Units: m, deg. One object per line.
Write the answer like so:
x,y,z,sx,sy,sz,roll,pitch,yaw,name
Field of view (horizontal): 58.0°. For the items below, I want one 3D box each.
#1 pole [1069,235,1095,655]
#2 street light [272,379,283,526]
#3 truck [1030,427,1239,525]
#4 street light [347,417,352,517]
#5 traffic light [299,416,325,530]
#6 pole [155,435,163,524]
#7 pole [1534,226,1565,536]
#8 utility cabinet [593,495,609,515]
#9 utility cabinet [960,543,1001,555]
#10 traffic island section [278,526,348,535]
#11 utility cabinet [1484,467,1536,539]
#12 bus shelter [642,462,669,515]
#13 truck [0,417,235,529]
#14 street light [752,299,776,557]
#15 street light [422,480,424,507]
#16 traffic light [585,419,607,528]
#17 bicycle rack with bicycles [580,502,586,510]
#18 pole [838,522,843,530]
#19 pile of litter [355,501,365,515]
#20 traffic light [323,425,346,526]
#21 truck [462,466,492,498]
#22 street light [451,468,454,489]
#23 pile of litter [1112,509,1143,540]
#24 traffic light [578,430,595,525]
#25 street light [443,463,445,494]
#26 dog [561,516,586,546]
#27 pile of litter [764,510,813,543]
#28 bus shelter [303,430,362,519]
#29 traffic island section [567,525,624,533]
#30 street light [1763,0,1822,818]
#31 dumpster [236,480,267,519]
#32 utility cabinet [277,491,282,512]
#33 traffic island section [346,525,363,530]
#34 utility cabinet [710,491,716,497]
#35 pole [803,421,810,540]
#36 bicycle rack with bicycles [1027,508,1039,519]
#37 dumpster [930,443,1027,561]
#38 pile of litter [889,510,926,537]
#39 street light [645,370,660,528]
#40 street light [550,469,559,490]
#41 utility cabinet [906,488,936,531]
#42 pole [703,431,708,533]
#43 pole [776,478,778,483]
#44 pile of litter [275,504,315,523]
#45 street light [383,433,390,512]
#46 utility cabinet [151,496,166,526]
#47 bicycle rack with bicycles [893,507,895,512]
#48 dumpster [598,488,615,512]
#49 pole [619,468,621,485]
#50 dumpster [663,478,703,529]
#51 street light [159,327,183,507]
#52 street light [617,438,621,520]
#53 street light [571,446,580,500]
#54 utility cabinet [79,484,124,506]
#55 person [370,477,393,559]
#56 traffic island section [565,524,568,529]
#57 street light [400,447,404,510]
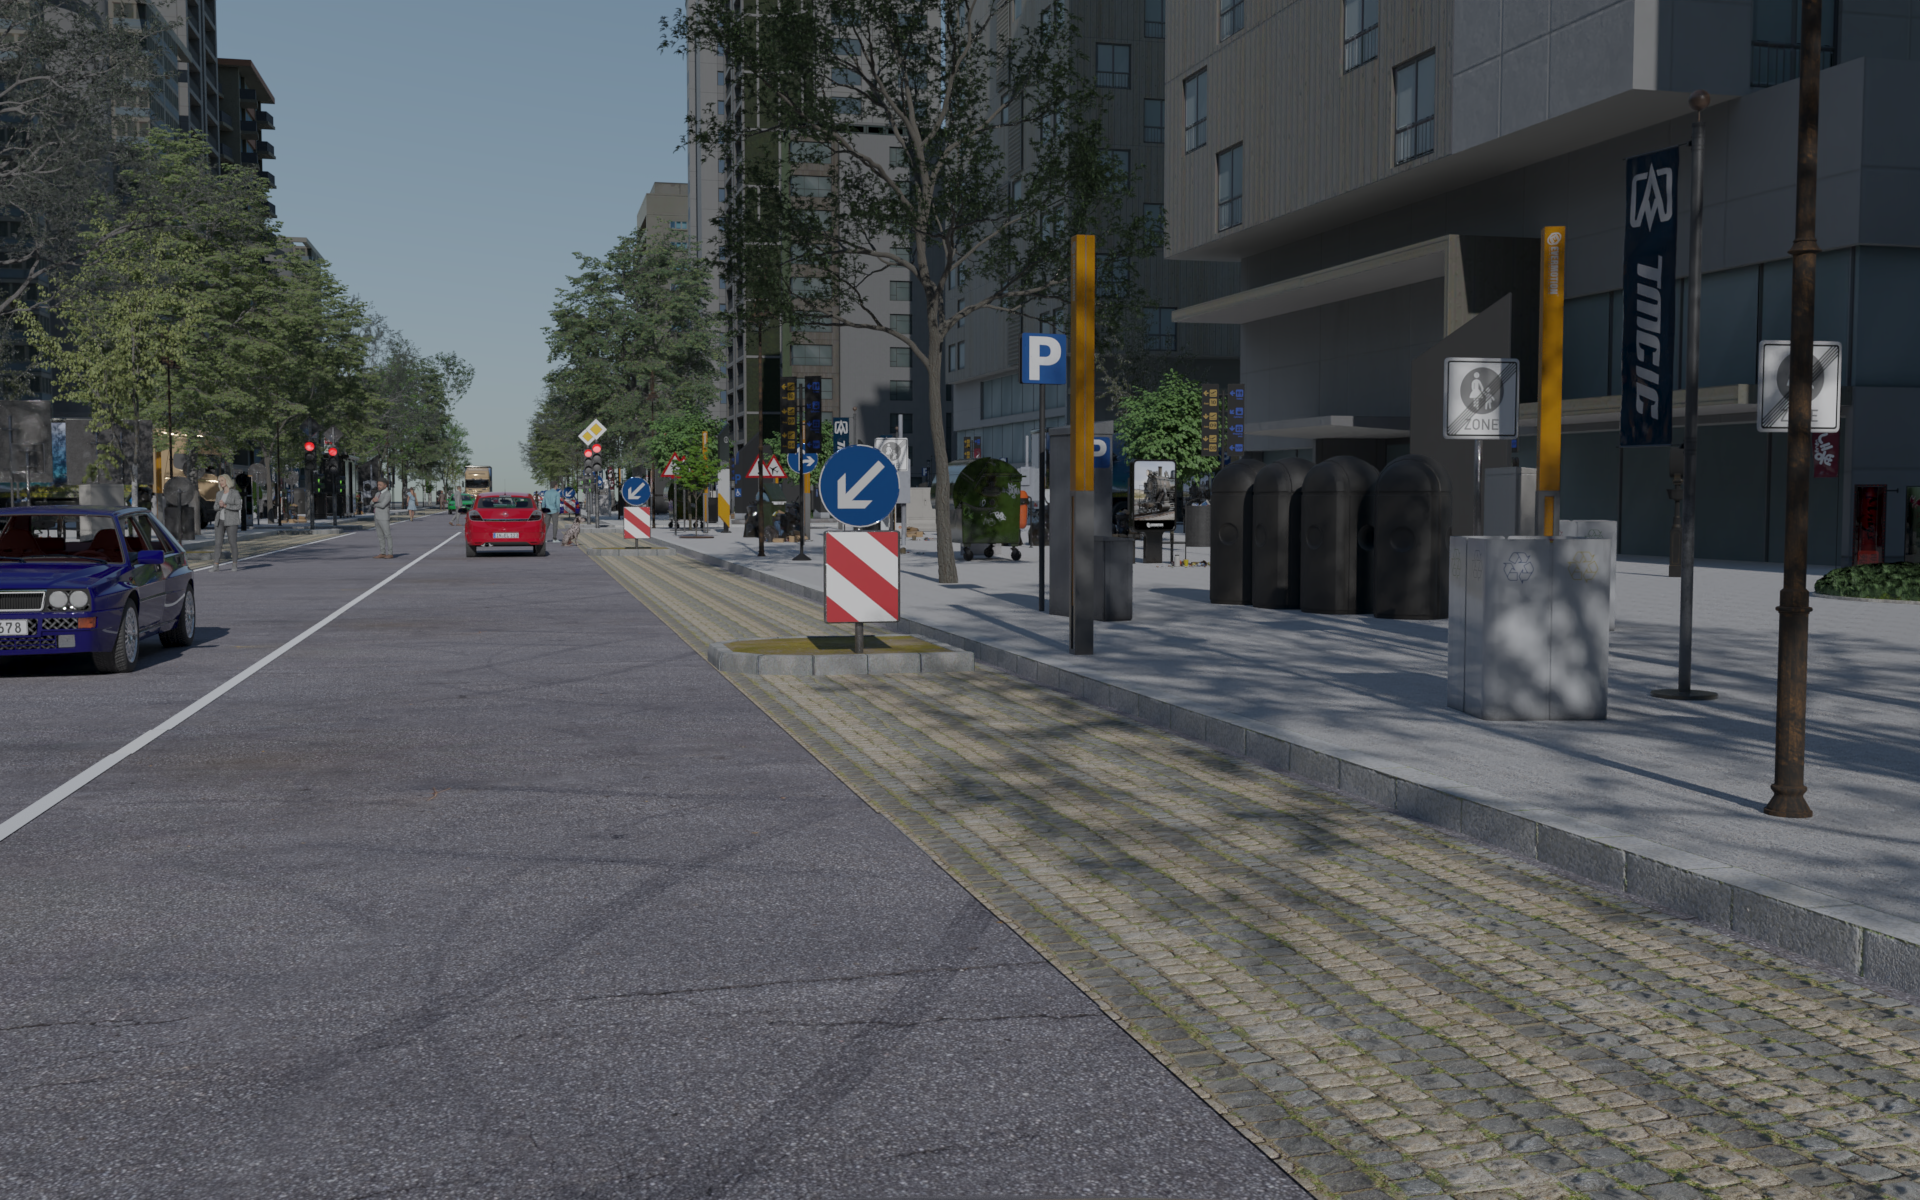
0.971,-1.219,13.779,0.158,3.312,0.155,0,3,0,pole
-27.413,-5.924,69.652,0.468,5.910,1.993,-1,4,-14,street light
8.786,-5.272,75.103,11.283,4.237,2.839,-1,4,-13,truck
-34.675,-7.682,98.387,0.468,5.910,1.993,-1,4,-14,street light
-23.286,-4.482,62.207,0.839,4.253,0.868,-1,4,-14,traffic light
-27.697,-4.039,59.881,0.158,3.312,0.155,0,3,0,pole
4.535,-1.193,13.342,0.158,3.312,0.155,0,3,0,pole
-21.798,-5.759,105.329,1.020,1.237,0.306,0,4,3,utility cabinet
0.448,-1.552,36.544,0.306,1.237,1.020,3,5,42,utility cabinet
-23.328,-2.450,62.332,2.009,0.180,2.903,-1,4,-14,traffic island section
4.692,-0.361,14.578,0.318,1.500,1.173,0,4,5,utility cabinet
-18.981,-8.098,110.041,2.179,5.291,8.768,-1,4,-14,bus shelter
-32.326,-4.611,64.299,11.283,4.237,2.839,-1,4,-15,truck
-4.084,-3.833,35.458,0.468,5.910,1.993,-1,4,-14,street light
-53.738,-12.261,173.246,0.468,5.910,1.993,-1,4,-14,street light
-13.588,-4.634,64.687,0.839,4.253,0.868,-1,4,-14,traffic light
-29.397,-7.724,139.674,2.925,0.926,2.852,-3,5,-40,bicycle rack with bicycles
-4.292,-4.175,62.097,0.158,3.312,0.155,0,3,0,pole
-37.994,-5.808,108.927,1.176,0.858,1.719,-2,4,-26,pile of litter
-25.259,-4.956,69.946,0.839,4.253,0.868,-1,4,-14,traffic light
-48.231,-11.290,173.498,2.839,4.237,11.283,-1,4,-14,truck
-74.189,-17.151,253.212,0.468,5.910,1.993,-1,4,-14,street light
4.645,-2.128,48.761,1.719,0.858,1.176,1,4,19,pile of litter
-15.561,-5.107,72.425,0.839,4.253,0.868,-1,4,-14,traffic light
-66.801,-15.392,224.439,0.468,5.910,1.993,-1,4,-14,street light
-10.782,-1.892,47.772,0.800,0.831,0.513,2,4,32,dog
-4.609,-1.984,46.410,1.719,0.858,1.176,-3,5,-40,pile of litter
-33.514,-7.009,92.222,2.179,5.291,8.768,-1,4,-14,bus shelter
-13.547,-2.601,64.811,2.009,0.180,2.903,-1,4,-14,traffic island section
3.317,-2.078,6.758,0.468,5.910,1.993,-1,4,-14,street light
-36.410,-5.277,88.770,1.502,2.255,1.985,-1,4,-14,dumpster
-53.334,-7.781,135.892,1.173,1.500,0.318,-2,4,-34,utility cabinet
-25.300,-2.923,70.070,2.009,0.180,2.903,-1,4,-14,traffic island section
-18.004,-7.192,126.267,1.173,1.500,0.318,-1,4,-16,utility cabinet
-4.280,-3.324,48.195,0.158,3.312,0.155,0,3,0,pole
3.809,-4.046,79.536,2.925,0.926,2.852,-3,4,-38,bicycle rack with bicycles
0.362,-1.917,33.841,1.502,2.255,1.985,-1,4,-14,dumpster
-1.571,-2.319,51.886,1.176,0.858,1.719,1,4,23,pile of litter
-11.433,-5.609,64.488,0.468,5.910,1.993,-1,4,-14,street light
-56.697,-16.485,242.311,0.468,5.910,1.993,-1,4,-14,street light
-1.319,-3.069,58.853,1.173,1.500,0.318,-1,4,-23,utility cabinet
-8.301,-3.831,56.486,0.158,3.312,0.155,0,3,0,pole
-10.798,-6.626,102.184,0.158,3.312,0.155,0,3,0,pole
-29.569,-3.858,77.041,1.719,0.858,1.176,-1,4,-18,pile of litter
-42.012,-9.444,127.197,0.468,5.910,1.993,-1,4,-14,street light
-28.583,-3.083,61.571,1.020,1.237,0.306,3,5,40,utility cabinet
-4.068,-5.013,95.351,2.852,0.926,2.925,1,4,10,bicycle rack with bicycles
-25.941,-7.422,127.111,1.264,1.857,1.865,-1,4,-14,dumpster
-23.835,-7.790,121.217,0.158,3.312,0.155,0,3,0,pole
-10.254,-3.810,64.787,1.502,2.255,1.985,-1,4,-14,dumpster
-21.923,-4.605,48.083,0.468,5.910,1.993,-1,4,-14,street light
-17.188,-6.996,87.165,0.468,5.910,1.993,-1,4,-14,street light
-32.134,-10.557,145.397,0.468,5.910,1.993,-1,4,-14,street light
-19.308,-1.853,38.973,0.318,1.500,1.173,1,4,8,utility cabinet
-12.866,-1.820,38.445,0.511,1.800,0.466,2,4,24,person
-15.519,-3.075,72.550,2.009,0.180,2.903,-1,4,-14,traffic island section
-46.306,-10.463,143.850,0.468,5.910,1.993,-1,4,-14,street light
